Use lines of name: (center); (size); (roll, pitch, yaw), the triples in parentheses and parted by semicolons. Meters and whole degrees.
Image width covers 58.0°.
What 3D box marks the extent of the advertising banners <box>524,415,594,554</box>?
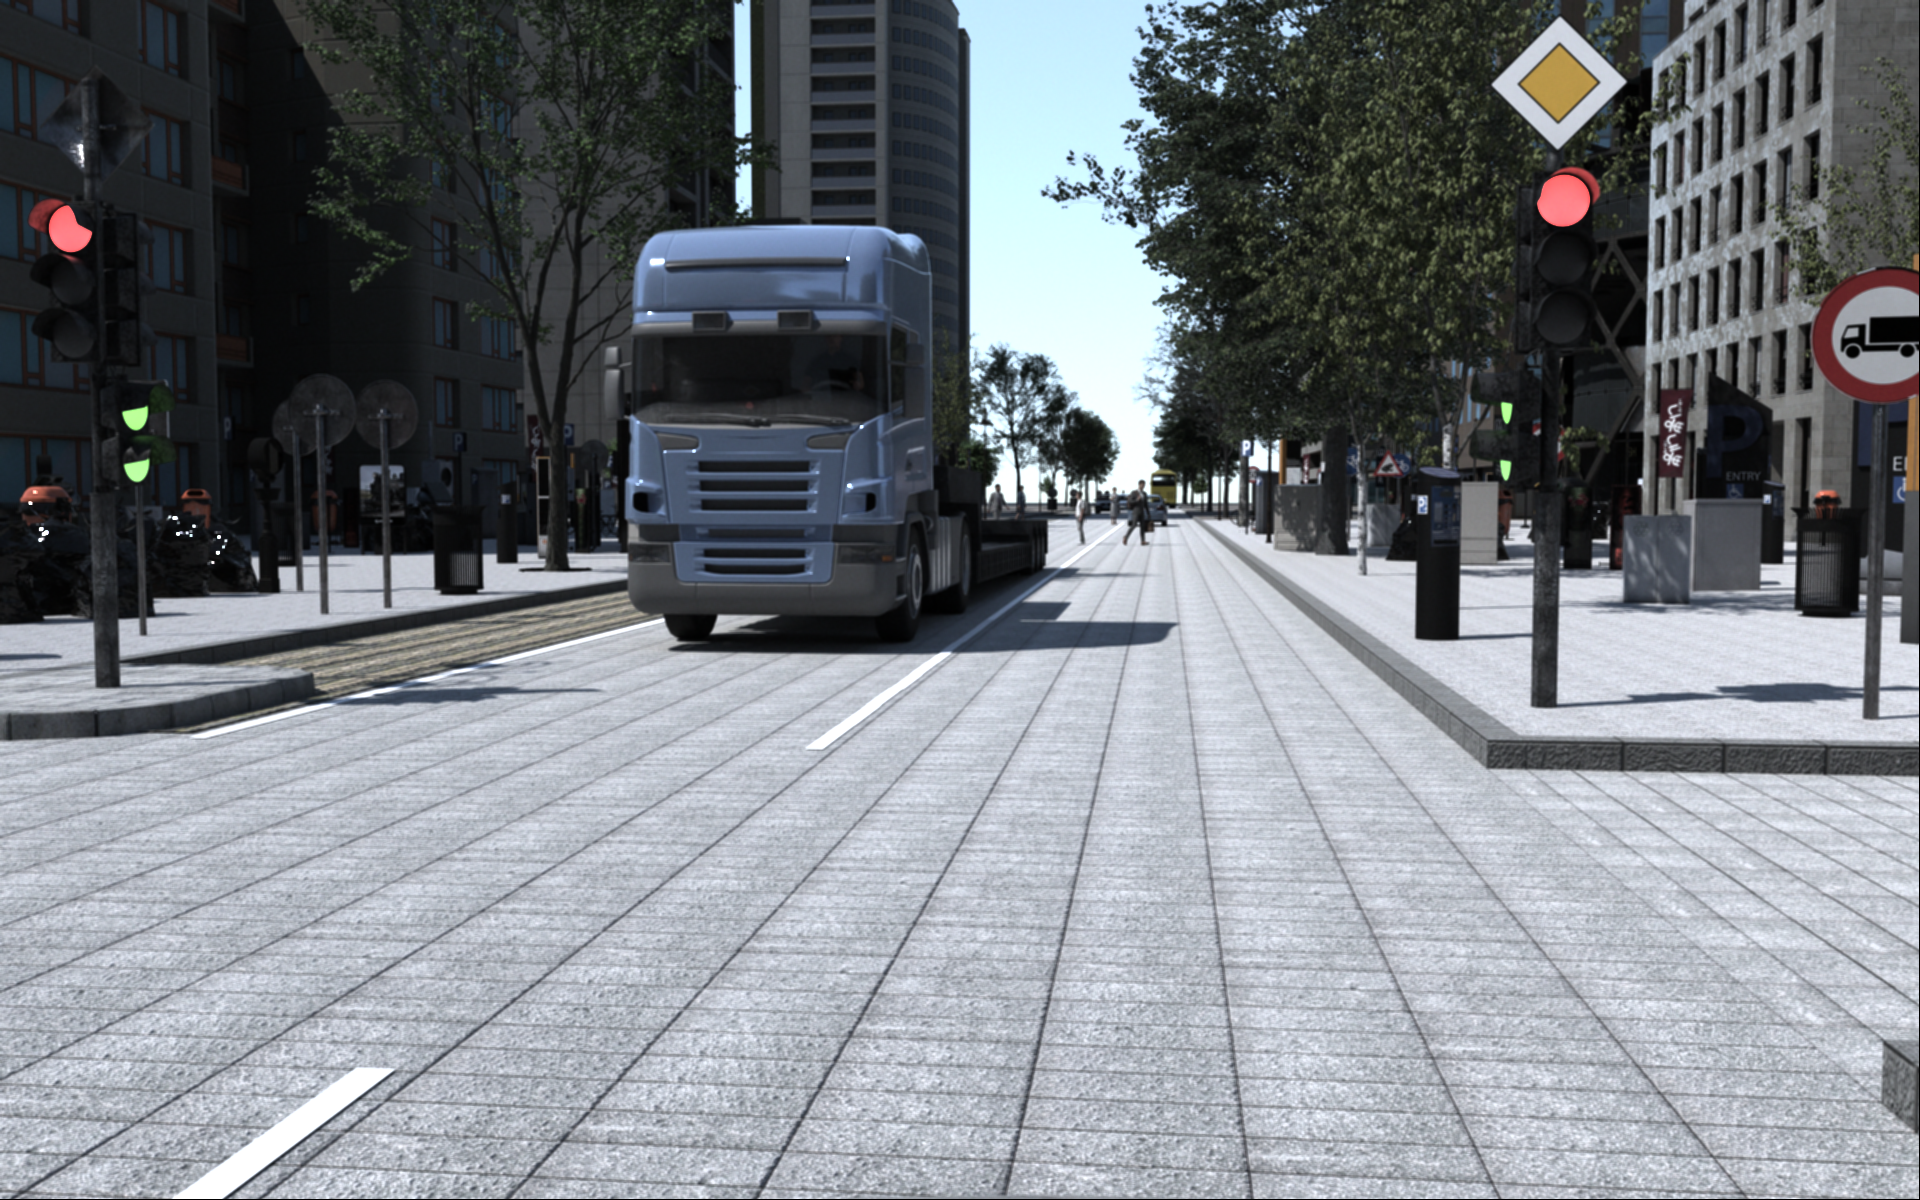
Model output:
advertising banners: (-8.733, -2.542, 37.748); (2.074, 3.025, 0.090); (3, 4, 37)

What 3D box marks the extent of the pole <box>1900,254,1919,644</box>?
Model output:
pole: (8.203, -1.281, 14.789); (0.158, 3.312, 0.155); (0, 3, 0)

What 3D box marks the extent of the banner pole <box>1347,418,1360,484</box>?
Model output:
banner pole: (11.330, -3.692, 50.385); (0.863, 3.779, 0.401); (-1, 4, -12)

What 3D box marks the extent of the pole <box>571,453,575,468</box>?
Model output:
pole: (-19.234, -5.647, 86.172); (0.158, 3.312, 0.155); (0, 3, 0)

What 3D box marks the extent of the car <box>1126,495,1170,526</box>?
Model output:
car: (8.481, -4.050, 78.214); (2.014, 1.417, 4.499); (0, 4, 7)

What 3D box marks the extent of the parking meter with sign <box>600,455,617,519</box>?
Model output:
parking meter with sign: (-16.066, -5.029, 78.493); (0.543, 3.016, 1.738); (-2, 4, -30)

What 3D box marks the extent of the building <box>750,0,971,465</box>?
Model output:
building: (-10.818, -40.188, 199.073); (21.231, 58.520, 28.212); (0, 4, 7)

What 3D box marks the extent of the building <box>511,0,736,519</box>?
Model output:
building: (-21.745, -40.349, 97.960); (20.563, 71.187, 20.611); (0, 4, 7)

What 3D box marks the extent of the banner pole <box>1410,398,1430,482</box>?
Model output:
banner pole: (11.348, -3.217, 42.613); (0.863, 3.779, 0.401); (-3, 4, -36)

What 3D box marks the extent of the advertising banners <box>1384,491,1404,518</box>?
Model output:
advertising banners: (21.257, -5.282, 82.542); (2.074, 3.025, 0.090); (1, 4, 23)

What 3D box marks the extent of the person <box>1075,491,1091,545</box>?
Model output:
person: (3.443, -2.335, 49.268); (0.523, 1.515, 0.503); (-3, 5, -41)

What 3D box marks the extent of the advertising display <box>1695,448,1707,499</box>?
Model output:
advertising display: (10.435, -1.175, 24.433); (0.123, 1.923, 0.974); (1, 4, 22)

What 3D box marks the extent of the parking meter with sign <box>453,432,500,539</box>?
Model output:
parking meter with sign: (-13.576, -3.261, 49.574); (0.543, 3.016, 1.738); (3, 5, 41)

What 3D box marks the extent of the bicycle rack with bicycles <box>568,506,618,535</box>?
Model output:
bicycle rack with bicycles: (-11.663, -2.490, 54.102); (2.925, 0.926, 2.852); (3, 5, 41)

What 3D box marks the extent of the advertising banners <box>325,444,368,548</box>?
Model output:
advertising banners: (-14.537, -2.762, 41.354); (2.074, 3.025, 0.090); (2, 4, 27)

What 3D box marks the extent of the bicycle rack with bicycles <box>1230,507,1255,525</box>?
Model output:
bicycle rack with bicycles: (12.556, -3.572, 71.778); (2.925, 0.926, 2.852); (2, 4, 31)

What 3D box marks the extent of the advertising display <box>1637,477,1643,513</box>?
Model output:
advertising display: (26.278, -3.737, 66.305); (0.123, 1.923, 0.974); (-1, 4, -18)

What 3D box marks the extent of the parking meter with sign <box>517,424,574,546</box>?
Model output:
parking meter with sign: (-10.460, -2.877, 43.292); (1.738, 3.016, 0.543); (2, 4, 31)

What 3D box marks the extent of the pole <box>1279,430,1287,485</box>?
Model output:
pole: (9.270, -3.420, 49.765); (0.158, 3.312, 0.155); (0, 3, 0)

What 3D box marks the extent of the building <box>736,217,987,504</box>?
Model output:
building: (-13.245, -32.677, 226.148); (32.217, 40.220, 23.993); (0, 4, 7)

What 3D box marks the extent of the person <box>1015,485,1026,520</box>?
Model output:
person: (2.725, -4.230, 77.678); (0.581, 1.822, 0.654); (-3, 5, -43)

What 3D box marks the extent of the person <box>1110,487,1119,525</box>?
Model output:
person: (7.242, -4.383, 80.726); (0.480, 1.755, 0.524); (-3, 4, -37)

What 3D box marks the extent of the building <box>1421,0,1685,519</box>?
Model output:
building: (36.909, -27.966, 107.351); (14.600, 45.320, 14.200); (0, 4, 7)

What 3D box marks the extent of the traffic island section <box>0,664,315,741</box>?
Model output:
traffic island section: (-5.685, 0.658, 11.529); (2.009, 0.180, 2.903); (0, 4, 7)

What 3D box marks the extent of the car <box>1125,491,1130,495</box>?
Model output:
car: (15.207, -9.166, 159.650); (2.009, 1.686, 4.222); (0, 4, 7)

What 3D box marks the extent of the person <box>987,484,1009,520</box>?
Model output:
person: (1.331, -3.270, 62.231); (0.678, 1.792, 0.850); (-2, 4, -32)

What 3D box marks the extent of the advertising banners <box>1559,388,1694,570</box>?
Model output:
advertising banners: (11.168, -2.013, 29.094); (2.074, 3.025, 0.090); (2, 4, 26)

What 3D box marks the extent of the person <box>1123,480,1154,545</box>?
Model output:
person: (4.994, -2.446, 48.461); (0.622, 1.834, 0.822); (-3, 5, -42)

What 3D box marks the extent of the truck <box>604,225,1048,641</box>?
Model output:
truck: (-0.724, -2.088, 23.892); (2.967, 4.110, 18.799); (0, 4, 7)

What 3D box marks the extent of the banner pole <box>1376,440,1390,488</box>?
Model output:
banner pole: (19.452, -5.477, 79.569); (0.863, 3.779, 0.401); (-1, 4, -18)

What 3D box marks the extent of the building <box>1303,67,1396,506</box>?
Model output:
building: (50.417, -34.803, 192.733); (21.300, 48.544, 21.600); (0, 4, 7)

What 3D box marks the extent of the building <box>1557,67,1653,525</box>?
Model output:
building: (33.912, -12.623, 73.837); (16.820, 18.784, 16.811); (0, 4, 7)

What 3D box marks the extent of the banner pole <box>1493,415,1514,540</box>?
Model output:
banner pole: (15.115, -3.561, 48.238); (0.863, 3.779, 0.401); (-2, 4, -33)

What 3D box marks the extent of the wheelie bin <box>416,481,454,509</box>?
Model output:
wheelie bin: (-13.032, -2.139, 42.889); (0.693, 1.594, 0.980); (2, 4, 29)

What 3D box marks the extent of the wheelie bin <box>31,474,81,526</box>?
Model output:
wheelie bin: (-14.686, -1.232, 28.047); (0.693, 1.594, 0.980); (0, 4, 4)

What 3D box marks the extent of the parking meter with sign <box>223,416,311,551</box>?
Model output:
parking meter with sign: (-15.681, -2.630, 39.255); (1.738, 3.016, 0.543); (-3, 5, -42)

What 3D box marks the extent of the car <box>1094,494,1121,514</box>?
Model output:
car: (10.912, -7.229, 127.980); (2.009, 1.686, 4.222); (0, 4, 8)

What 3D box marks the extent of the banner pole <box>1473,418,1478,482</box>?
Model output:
banner pole: (16.968, -4.103, 57.107); (0.401, 3.779, 0.863); (1, 4, 17)

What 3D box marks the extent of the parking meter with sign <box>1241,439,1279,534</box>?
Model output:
parking meter with sign: (9.855, -3.614, 55.355); (1.738, 3.016, 0.543); (-2, 4, -27)

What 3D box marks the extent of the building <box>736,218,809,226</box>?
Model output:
building: (-22.050, -17.092, 124.489); (27.650, 21.520, 28.899); (0, 4, 7)

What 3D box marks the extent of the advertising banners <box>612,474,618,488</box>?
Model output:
advertising banners: (-16.647, -5.127, 80.012); (2.074, 3.025, 0.090); (-2, 4, -24)

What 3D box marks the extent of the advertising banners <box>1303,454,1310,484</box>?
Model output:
advertising banners: (14.835, -4.912, 76.492); (0.090, 3.025, 2.074); (-2, 4, -24)

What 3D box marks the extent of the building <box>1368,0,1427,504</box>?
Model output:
building: (43.204, -28.984, 128.521); (22.147, 44.769, 28.867); (0, 4, 7)

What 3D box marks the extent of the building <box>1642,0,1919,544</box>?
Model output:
building: (28.360, -12.058, 51.897); (10.420, 20.320, 16.860); (0, 4, 7)

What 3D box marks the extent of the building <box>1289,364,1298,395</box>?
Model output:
building: (51.375, -28.249, 233.570); (14.160, 30.474, 14.107); (0, 4, 7)

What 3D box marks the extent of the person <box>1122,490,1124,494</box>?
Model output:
person: (16.493, -10.163, 174.657); (0.705, 1.826, 1.348); (2, 4, 34)

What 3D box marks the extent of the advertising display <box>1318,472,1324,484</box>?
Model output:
advertising display: (10.447, -2.746, 50.112); (0.123, 1.923, 0.974); (0, 4, 6)

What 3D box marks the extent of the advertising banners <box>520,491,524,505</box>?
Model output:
advertising banners: (-21.977, -5.437, 85.084); (2.074, 3.025, 0.090); (0, 4, -8)

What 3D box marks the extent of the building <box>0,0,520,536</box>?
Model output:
building: (-30.963, -12.459, 48.750); (27.650, 21.520, 28.899); (0, 4, 7)

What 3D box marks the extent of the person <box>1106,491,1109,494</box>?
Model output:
person: (16.824, -11.524, 196.931); (1.348, 1.822, 0.705); (2, 4, 28)

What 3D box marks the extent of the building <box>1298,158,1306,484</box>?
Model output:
building: (53.528, -36.109, 214.077); (21.300, 48.544, 21.600); (0, 4, 7)
